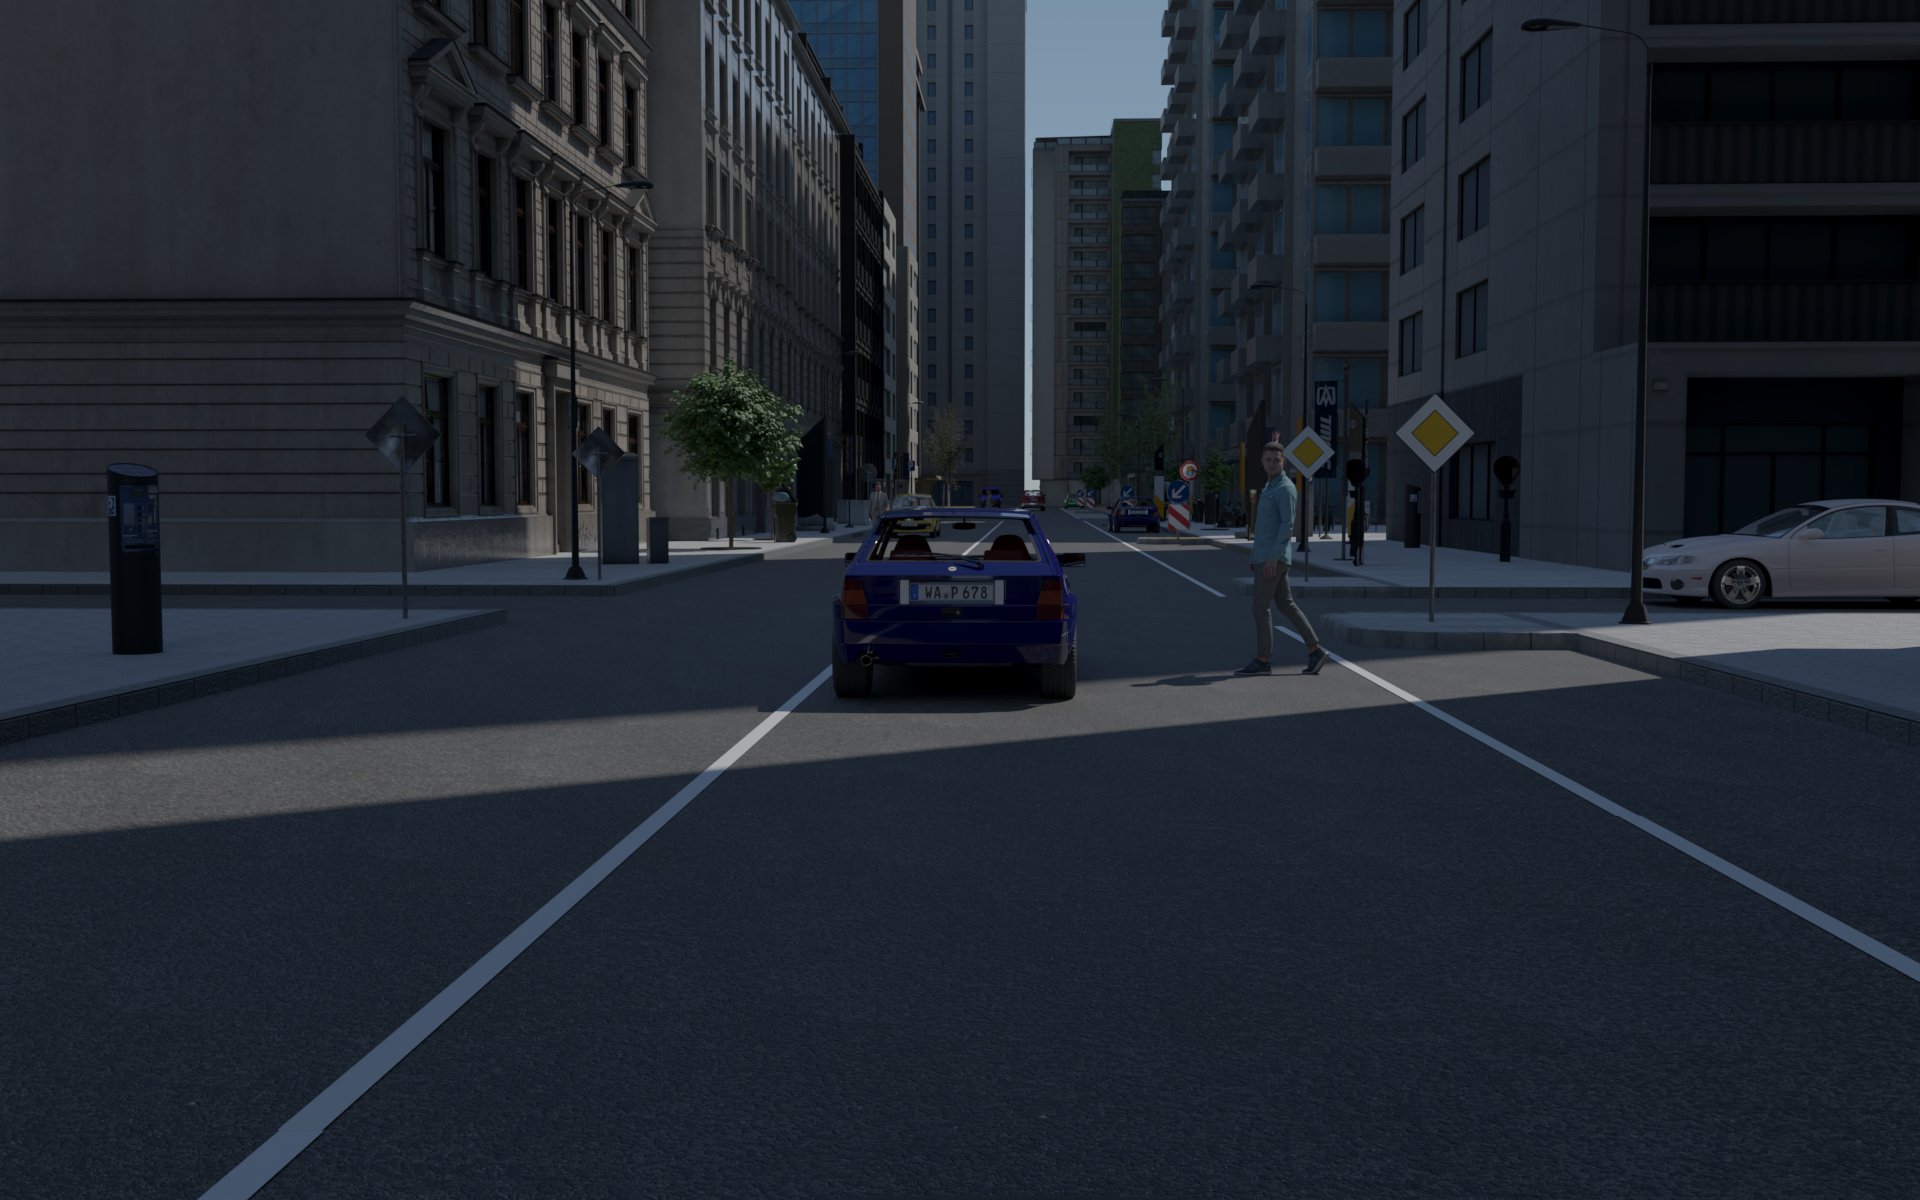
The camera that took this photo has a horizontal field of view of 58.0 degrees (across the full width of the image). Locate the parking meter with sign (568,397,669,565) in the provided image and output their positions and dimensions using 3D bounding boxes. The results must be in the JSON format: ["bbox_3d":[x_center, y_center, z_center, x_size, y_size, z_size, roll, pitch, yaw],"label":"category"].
[{"bbox_3d":[-6.240,-2.168,31.713,1.738,3.016,0.543,-1,4,-22],"label":"parking meter with sign"}]

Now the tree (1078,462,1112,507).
[{"bbox_3d":[13.334,-11.489,171.553,4.285,4.588,4.351,0,3,0],"label":"tree"}]

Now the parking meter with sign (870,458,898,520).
[{"bbox_3d":[-4.007,-5.378,84.199,1.738,3.016,0.543,1,4,9],"label":"parking meter with sign"}]

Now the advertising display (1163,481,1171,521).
[{"bbox_3d":[9.736,-4.761,83.060,0.974,1.923,0.123,-3,5,-40],"label":"advertising display"}]

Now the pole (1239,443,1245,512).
[{"bbox_3d":[11.173,-4.572,68.593,0.158,3.312,0.155,0,3,0],"label":"pole"}]

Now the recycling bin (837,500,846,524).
[{"bbox_3d":[-4.823,-3.817,74.959,0.722,1.027,0.722,3,5,44],"label":"recycling bin"}]

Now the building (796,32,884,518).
[{"bbox_3d":[-10.861,-16.030,91.771,12.332,23.373,15.834,0,4,2],"label":"building"}]

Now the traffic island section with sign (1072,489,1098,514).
[{"bbox_3d":[9.463,-7.271,127.504,1.989,1.847,2.006,0,4,2],"label":"traffic island section with sign"}]

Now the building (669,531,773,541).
[{"bbox_3d":[-11.163,-12.634,55.712,9.793,20.994,18.267,0,4,2],"label":"building"}]

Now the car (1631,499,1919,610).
[{"bbox_3d":[11.169,-0.607,22.283,4.827,1.381,2.083,0,4,2],"label":"car"}]

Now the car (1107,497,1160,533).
[{"bbox_3d":[6.525,-3.213,65.118,1.945,1.354,3.894,0,4,1],"label":"car"}]

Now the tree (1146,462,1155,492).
[{"bbox_3d":[10.504,-5.833,89.968,1.663,3.219,1.824,0,3,0],"label":"tree"}]

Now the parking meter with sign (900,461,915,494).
[{"bbox_3d":[-3.201,-5.713,89.668,1.738,3.016,0.543,-2,4,-35],"label":"parking meter with sign"}]

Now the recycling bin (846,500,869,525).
[{"bbox_3d":[-4.145,-3.588,71.210,0.722,1.027,0.722,1,4,10],"label":"recycling bin"}]

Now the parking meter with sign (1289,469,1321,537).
[{"bbox_3d":[10.271,-3.411,52.037,0.543,3.016,1.738,-2,4,-29],"label":"parking meter with sign"}]

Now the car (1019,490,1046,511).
[{"bbox_3d":[6.182,-8.462,147.023,2.281,1.827,5.304,0,4,0],"label":"car"}]

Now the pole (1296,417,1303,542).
[{"bbox_3d":[9.067,-3.198,46.132,0.158,3.312,0.155,0,3,0],"label":"pole"}]

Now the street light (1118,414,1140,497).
[{"bbox_3d":[9.798,-7.804,100.134,1.470,5.913,1.316,0,4,2],"label":"street light"}]

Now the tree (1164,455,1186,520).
[{"bbox_3d":[10.715,-5.524,84.923,1.663,3.219,1.824,0,3,0],"label":"tree"}]

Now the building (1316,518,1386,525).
[{"bbox_3d":[24.316,-28.282,82.016,23.786,49.044,30.456,0,4,2],"label":"building"}]

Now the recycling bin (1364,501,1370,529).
[{"bbox_3d":[14.691,-3.132,63.763,0.722,1.027,0.722,1,4,19],"label":"recycling bin"}]

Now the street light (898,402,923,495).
[{"bbox_3d":[-2.541,-7.008,87.118,1.470,5.913,1.316,0,4,2],"label":"street light"}]

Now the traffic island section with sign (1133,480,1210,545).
[{"bbox_3d":[6.161,-2.541,50.174,1.989,1.847,2.006,0,4,2],"label":"traffic island section with sign"}]

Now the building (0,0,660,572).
[{"bbox_3d":[-13.250,-10.544,37.025,10.561,19.102,19.286,0,4,2],"label":"building"}]

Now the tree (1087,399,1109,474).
[{"bbox_3d":[11.747,-11.187,133.274,4.737,8.622,4.395,0,3,0],"label":"tree"}]

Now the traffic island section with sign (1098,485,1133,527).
[{"bbox_3d":[7.310,-4.188,77.105,1.989,1.847,2.006,0,4,2],"label":"traffic island section with sign"}]

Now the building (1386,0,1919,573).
[{"bbox_3d":[21.647,-36.541,35.697,20.611,71.187,20.563,0,4,2],"label":"building"}]

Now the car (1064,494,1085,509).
[{"bbox_3d":[10.795,-9.474,163.689,1.959,1.807,4.718,0,4,1],"label":"car"}]

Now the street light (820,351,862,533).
[{"bbox_3d":[-3.877,-5.133,56.459,1.470,5.913,1.316,0,4,2],"label":"street light"}]

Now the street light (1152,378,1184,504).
[{"bbox_3d":[8.394,-5.929,69.479,1.470,5.913,1.316,0,4,2],"label":"street light"}]

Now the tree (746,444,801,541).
[{"bbox_3d":[-5.132,-3.267,48.018,1.663,3.219,1.824,0,3,0],"label":"tree"}]

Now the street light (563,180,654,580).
[{"bbox_3d":[-5.232,-3.258,25.802,1.470,5.913,1.316,0,4,2],"label":"street light"}]

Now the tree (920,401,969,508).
[{"bbox_3d":[-1.286,-11.394,136.647,4.360,8.622,3.978,0,3,0],"label":"tree"}]

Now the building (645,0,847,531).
[{"bbox_3d":[-10.656,-13.752,74.003,9.793,20.994,18.267,0,4,2],"label":"building"}]

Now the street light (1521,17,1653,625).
[{"bbox_3d":[6.163,-2.721,17.026,1.470,5.913,1.316,0,4,2],"label":"street light"}]

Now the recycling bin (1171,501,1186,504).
[{"bbox_3d":[12.465,-5.297,99.167,0.722,1.027,0.722,-2,4,-31],"label":"recycling bin"}]

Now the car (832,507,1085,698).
[{"bbox_3d":[0.020,-0.057,13.516,1.945,1.354,3.894,0,4,2],"label":"car"}]

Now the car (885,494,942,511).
[{"bbox_3d":[-1.566,-2.908,57.762,2.015,1.641,3.980,0,4,2],"label":"car"}]

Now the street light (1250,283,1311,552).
[{"bbox_3d":[7.081,-4.022,38.306,1.470,5.913,1.316,0,4,2],"label":"street light"}]

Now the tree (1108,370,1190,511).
[{"bbox_3d":[11.660,-9.354,103.292,4.737,8.622,4.395,0,3,0],"label":"tree"}]

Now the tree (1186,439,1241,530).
[{"bbox_3d":[9.047,-4.077,61.267,1.663,3.219,1.824,0,3,0],"label":"tree"}]

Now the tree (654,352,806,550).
[{"bbox_3d":[-5.414,-3.465,40.362,4.285,4.588,4.351,0,3,0],"label":"tree"}]

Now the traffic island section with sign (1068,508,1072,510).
[{"bbox_3d":[10.604,-8.918,154.435,1.989,1.847,2.006,0,4,2],"label":"traffic island section with sign"}]
